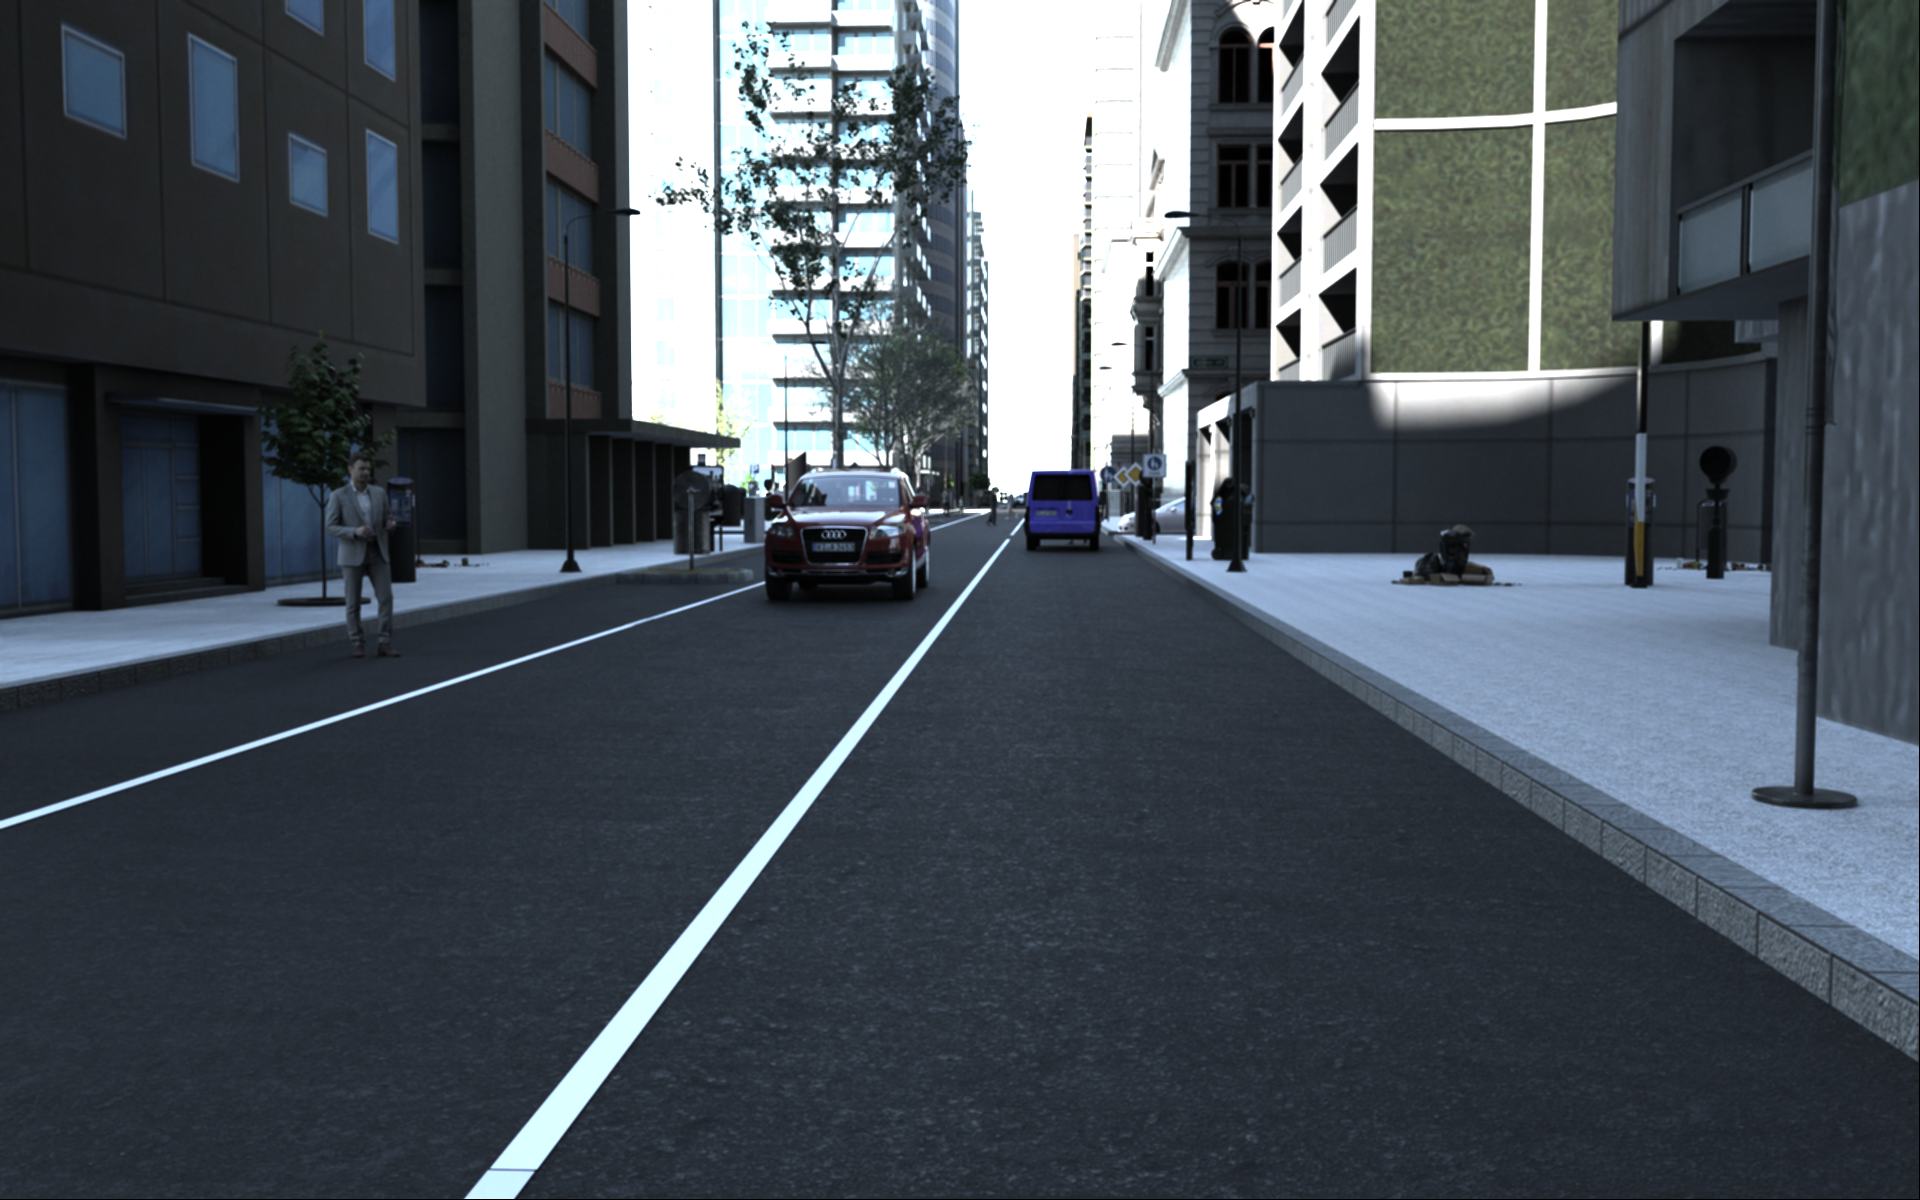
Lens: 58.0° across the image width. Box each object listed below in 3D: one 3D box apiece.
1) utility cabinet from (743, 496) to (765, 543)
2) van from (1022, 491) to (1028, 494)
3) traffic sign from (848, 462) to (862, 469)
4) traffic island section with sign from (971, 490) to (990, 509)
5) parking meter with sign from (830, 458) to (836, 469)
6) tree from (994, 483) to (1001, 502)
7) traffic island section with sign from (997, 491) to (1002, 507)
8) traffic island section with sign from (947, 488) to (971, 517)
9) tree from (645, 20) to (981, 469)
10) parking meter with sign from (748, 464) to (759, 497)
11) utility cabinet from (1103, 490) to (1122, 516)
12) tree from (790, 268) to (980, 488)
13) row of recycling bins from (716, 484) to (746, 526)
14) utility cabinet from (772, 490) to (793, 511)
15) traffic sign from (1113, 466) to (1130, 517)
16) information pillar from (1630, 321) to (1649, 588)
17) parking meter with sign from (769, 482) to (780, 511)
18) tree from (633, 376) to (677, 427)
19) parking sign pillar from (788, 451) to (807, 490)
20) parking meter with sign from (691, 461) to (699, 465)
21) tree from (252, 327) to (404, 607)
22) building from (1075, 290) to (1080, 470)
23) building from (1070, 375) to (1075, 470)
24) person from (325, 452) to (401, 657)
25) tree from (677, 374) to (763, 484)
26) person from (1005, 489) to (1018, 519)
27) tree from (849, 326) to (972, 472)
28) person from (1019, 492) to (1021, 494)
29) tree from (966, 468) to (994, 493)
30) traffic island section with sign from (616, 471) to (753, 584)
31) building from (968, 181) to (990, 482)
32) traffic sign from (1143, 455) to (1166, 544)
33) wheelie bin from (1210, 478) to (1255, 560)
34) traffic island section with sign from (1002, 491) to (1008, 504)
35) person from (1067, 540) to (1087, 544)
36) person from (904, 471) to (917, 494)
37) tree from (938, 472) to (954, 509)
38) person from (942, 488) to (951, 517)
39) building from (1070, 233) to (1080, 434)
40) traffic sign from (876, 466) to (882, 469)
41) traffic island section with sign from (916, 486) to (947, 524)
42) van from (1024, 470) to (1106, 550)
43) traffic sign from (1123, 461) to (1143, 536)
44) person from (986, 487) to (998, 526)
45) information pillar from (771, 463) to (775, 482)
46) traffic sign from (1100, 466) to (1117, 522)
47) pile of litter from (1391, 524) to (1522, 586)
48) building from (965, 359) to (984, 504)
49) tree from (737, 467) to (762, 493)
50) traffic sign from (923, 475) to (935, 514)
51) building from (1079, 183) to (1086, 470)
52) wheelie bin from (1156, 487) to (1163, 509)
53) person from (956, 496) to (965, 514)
[{"bbox_3d":[-5.433,-2.110,45.664,0.306,1.237,1.020,-2,4,-23],"label":"utility cabinet"},{"bbox_3d":[9.817,-15.135,254.460,2.013,2.044,4.112,0,4,2],"label":"van"},{"bbox_3d":[-3.253,-3.051,53.525,0.795,2.450,0.064,0,4,3],"label":"traffic sign"},{"bbox_3d":[1.914,-9.318,160.984,1.989,1.847,2.006,0,4,3],"label":"traffic island section with sign"},{"bbox_3d":[-5.709,-5.365,83.983,0.543,3.016,1.738,-2,4,-25],"label":"parking meter with sign"},{"bbox_3d":[6.182,-18.481,296.769,1.663,3.219,1.824,0,3,0],"label":"tree"},{"bbox_3d":[3.255,-10.997,188.431,1.989,1.847,2.006,0,4,3],"label":"traffic island section with sign"},{"bbox_3d":[-0.495,-6.269,111.126,1.989,1.847,2.006,0,4,3],"label":"traffic island section with sign"},{"bbox_3d":[-6.393,-13.175,71.302,12.611,20.169,13.585,0,3,0],"label":"tree"},{"bbox_3d":[-12.007,-6.351,100.098,0.543,3.016,1.738,0,4,4],"label":"parking meter with sign"},{"bbox_3d":[8.575,-5.489,98.423,1.173,1.500,0.318,1,4,23],"label":"utility cabinet"},{"bbox_3d":[-4.099,-11.299,95.100,12.009,13.543,11.850,0,3,0],"label":"tree"},{"bbox_3d":[-10.425,-3.762,68.619,3.534,1.692,1.069,-1,4,-23],"label":"row of recycling bins"},{"bbox_3d":[-10.568,-5.781,103.190,1.173,1.500,0.318,-1,4,-13],"label":"utility cabinet"},{"bbox_3d":[5.767,-3.512,61.063,0.795,2.450,0.064,0,4,3],"label":"traffic sign"},{"bbox_3d":[9.340,-1.982,23.757,0.183,3.616,0.504,1,4,15],"label":"information pillar"},{"bbox_3d":[-12.009,-7.063,111.747,1.738,3.016,0.543,-1,4,-20],"label":"parking meter with sign"},{"bbox_3d":[-19.223,-9.602,107.361,4.737,8.622,4.395,0,3,0],"label":"tree"},{"bbox_3d":[-10.207,-7.287,107.620,1.447,3.967,1.447,-1,4,-21],"label":"parking sign pillar"},{"bbox_3d":[-13.567,-5.919,93.029,0.543,3.016,1.738,3,5,42],"label":"parking meter with sign"},{"bbox_3d":[-7.324,-1.568,20.233,1.663,3.219,1.824,0,3,0],"label":"tree"},{"bbox_3d":[23.250,-28.892,244.087,14.160,30.474,14.107,0,4,3],"label":"building"},{"bbox_3d":[30.951,-25.715,265.476,27.650,21.520,28.899,0,4,3],"label":"building"},{"bbox_3d":[-5.201,-0.397,15.190,0.583,1.804,0.606,3,5,44],"label":"person"},{"bbox_3d":[-14.207,-9.495,105.599,4.737,8.622,4.395,0,3,0],"label":"tree"},{"bbox_3d":[2.955,-5.497,99.121,0.760,1.731,0.466,1,4,18],"label":"person"},{"bbox_3d":[-3.081,-11.006,105.701,9.928,11.665,9.643,0,3,0],"label":"tree"},{"bbox_3d":[8.601,-14.598,247.625,0.683,1.767,0.568,2,4,28],"label":"person"},{"bbox_3d":[2.449,-14.082,213.946,4.285,4.588,4.351,0,3,0],"label":"tree"},{"bbox_3d":[-4.489,-1.226,28.667,1.989,1.847,2.006,0,4,3],"label":"traffic island section with sign"},{"bbox_3d":[-7.437,-39.471,264.964,23.786,49.044,30.456,0,4,3],"label":"building"},{"bbox_3d":[4.959,-2.572,44.175,0.606,2.300,0.079,1,4,9],"label":"traffic sign"},{"bbox_3d":[5.332,-1.580,33.746,0.693,1.594,0.980,3,4,37],"label":"wheelie bin"},{"bbox_3d":[5.909,-14.346,243.184,1.989,1.847,2.006,0,4,3],"label":"traffic island section with sign"},{"bbox_3d":[3.306,-2.515,49.712,0.616,1.811,0.778,3,5,43],"label":"person"},{"bbox_3d":[-0.912,-1.276,29.463,0.850,1.850,0.679,-2,4,-30],"label":"person"},{"bbox_3d":[-0.944,-9.571,151.082,1.663,3.219,1.824,0,3,0],"label":"tree"},{"bbox_3d":[-0.856,-6.172,109.600,0.592,1.802,0.473,-3,4,-38],"label":"person"},{"bbox_3d":[25.374,-38.956,287.033,14.600,45.320,14.200,0,4,3],"label":"building"},{"bbox_3d":[-2.866,-3.539,61.501,0.795,2.450,0.064,0,4,3],"label":"traffic sign"},{"bbox_3d":[-1.795,-4.618,84.135,1.989,1.847,2.006,0,4,3],"label":"traffic island section with sign"},{"bbox_3d":[2.747,-2.533,45.799,2.240,2.365,5.245,0,4,4],"label":"van"},{"bbox_3d":[5.380,-3.024,53.088,0.795,2.450,0.064,0,4,3],"label":"traffic sign"},{"bbox_3d":[1.476,-4.270,78.738,0.534,1.772,0.576,-1,4,-15],"label":"person"},{"bbox_3d":[-14.058,-8.487,130.116,0.183,3.616,0.504,2,4,24],"label":"information pillar"},{"bbox_3d":[6.727,-4.798,78.553,0.768,2.556,0.104,0,4,6],"label":"traffic sign"},{"bbox_3d":[7.044,-0.647,24.544,1.719,0.858,1.176,2,4,33],"label":"pile of litter"},{"bbox_3d":[-11.044,-23.932,236.321,27.650,21.520,28.899,0,4,3],"label":"building"},{"bbox_3d":[-15.135,-7.894,123.664,1.663,3.219,1.824,0,3,0],"label":"tree"},{"bbox_3d":[-2.045,-6.945,113.650,0.768,2.556,0.104,1,4,10],"label":"traffic sign"},{"bbox_3d":[22.902,-33.400,229.689,14.154,41.232,14.086,0,4,3],"label":"building"},{"bbox_3d":[8.815,-4.315,78.457,0.980,1.594,0.693,0,4,-5],"label":"wheelie bin"},{"bbox_3d":[0.043,-6.229,114.586,0.590,1.304,0.306,1,4,19],"label":"person"}]
